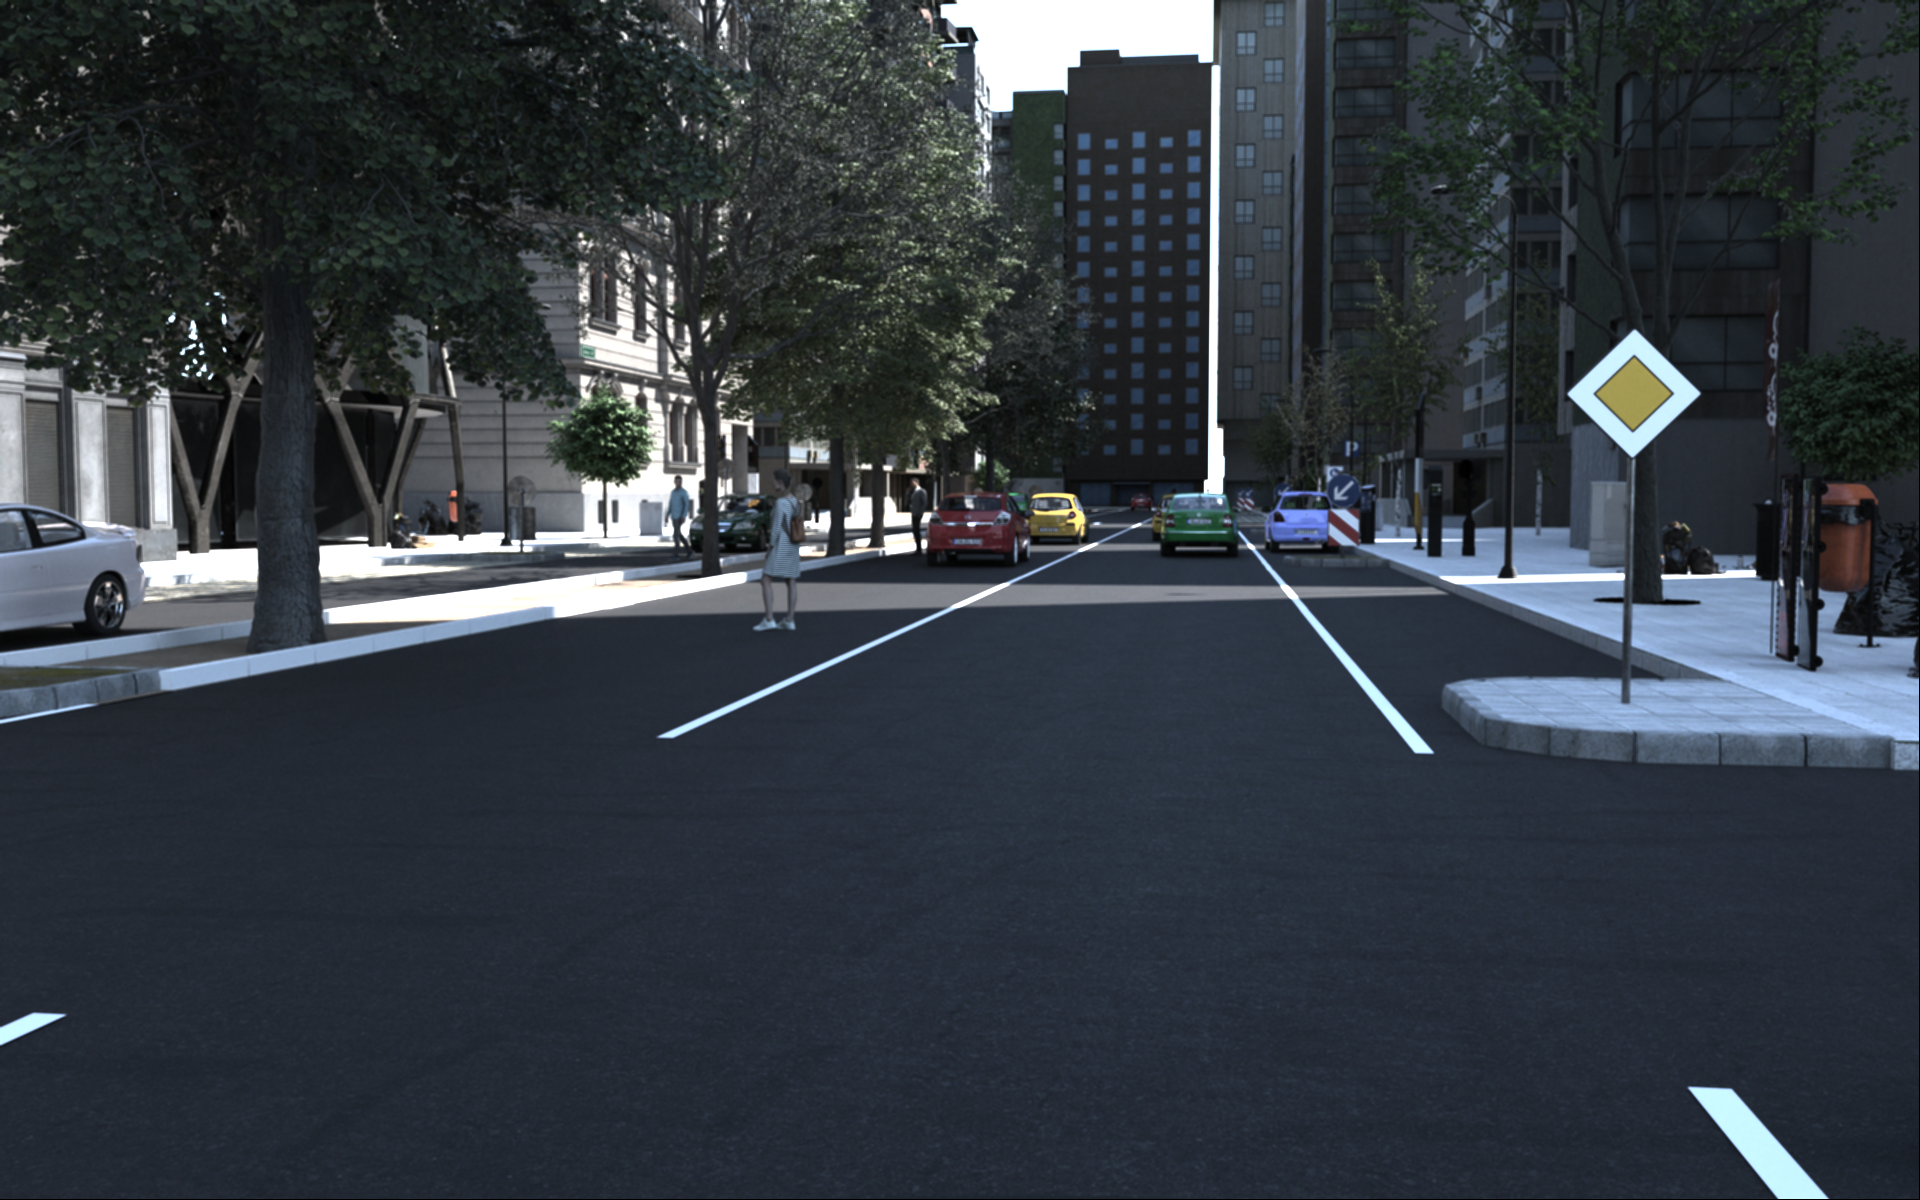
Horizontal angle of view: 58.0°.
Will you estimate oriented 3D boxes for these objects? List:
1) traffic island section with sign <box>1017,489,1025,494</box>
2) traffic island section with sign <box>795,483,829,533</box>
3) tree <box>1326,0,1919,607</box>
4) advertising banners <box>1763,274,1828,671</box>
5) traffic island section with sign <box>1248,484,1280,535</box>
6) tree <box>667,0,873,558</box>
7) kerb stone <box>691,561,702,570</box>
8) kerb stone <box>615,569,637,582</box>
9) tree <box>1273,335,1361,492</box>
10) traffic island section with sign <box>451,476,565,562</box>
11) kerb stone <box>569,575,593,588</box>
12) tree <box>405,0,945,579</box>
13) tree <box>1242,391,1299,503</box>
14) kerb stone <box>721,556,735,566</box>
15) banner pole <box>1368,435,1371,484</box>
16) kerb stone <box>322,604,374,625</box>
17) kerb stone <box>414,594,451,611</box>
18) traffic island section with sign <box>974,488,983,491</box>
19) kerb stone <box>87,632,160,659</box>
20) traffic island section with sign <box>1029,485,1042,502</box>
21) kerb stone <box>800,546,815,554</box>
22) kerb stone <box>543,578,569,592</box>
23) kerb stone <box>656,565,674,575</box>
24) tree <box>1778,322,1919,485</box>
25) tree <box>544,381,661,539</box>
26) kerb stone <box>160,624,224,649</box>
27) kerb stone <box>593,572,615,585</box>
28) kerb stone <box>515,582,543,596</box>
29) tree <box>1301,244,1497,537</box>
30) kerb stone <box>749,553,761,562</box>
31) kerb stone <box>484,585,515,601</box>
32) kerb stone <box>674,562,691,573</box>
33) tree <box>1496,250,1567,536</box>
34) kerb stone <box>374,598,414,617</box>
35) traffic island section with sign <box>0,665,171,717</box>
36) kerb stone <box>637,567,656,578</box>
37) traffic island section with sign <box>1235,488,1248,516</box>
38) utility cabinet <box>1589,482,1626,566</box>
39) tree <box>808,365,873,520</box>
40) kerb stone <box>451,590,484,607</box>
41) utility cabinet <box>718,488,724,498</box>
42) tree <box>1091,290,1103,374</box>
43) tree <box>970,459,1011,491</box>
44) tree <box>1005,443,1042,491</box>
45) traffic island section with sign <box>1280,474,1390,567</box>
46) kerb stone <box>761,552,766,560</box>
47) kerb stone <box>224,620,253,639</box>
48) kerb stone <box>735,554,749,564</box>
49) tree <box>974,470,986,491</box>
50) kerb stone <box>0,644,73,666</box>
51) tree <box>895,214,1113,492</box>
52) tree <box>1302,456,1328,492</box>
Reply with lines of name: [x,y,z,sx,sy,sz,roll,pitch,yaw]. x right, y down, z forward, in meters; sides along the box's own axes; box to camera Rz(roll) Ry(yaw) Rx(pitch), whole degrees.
traffic island section with sign: [5.002,-8.066,140.510,1.989,1.847,2.006,0,4,8]
traffic island section with sign: [-5.856,-3.394,64.123,1.989,1.847,2.006,0,4,8]
tree: [8.080,-5.775,20.177,9.928,11.665,9.643,0,3,0]
advertising banners: [6.407,-1.050,13.354,0.090,3.025,2.074,1,4,14]
traffic island section with sign: [11.425,-3.260,61.927,1.989,1.847,2.006,0,4,8]
tree: [-2.799,-7.221,38.655,7.486,12.596,7.792,0,3,0]
kerb stone: [-5.033,-0.636,32.655,0.120,0.150,1.000,0,4,8]
kerb stone: [-5.602,-0.391,28.591,0.120,0.150,1.000,0,4,8]
tree: [16.774,-7.994,81.059,4.360,8.622,3.978,0,3,0]
traffic island section with sign: [-9.667,-1.762,37.433,1.989,1.847,2.006,0,4,8]
kerb stone: [-5.904,-0.264,26.563,0.120,0.150,1.000,0,4,8]
tree: [-4.215,-7.099,28.899,12.009,13.543,11.850,0,3,0]
tree: [23.025,-10.776,126.550,4.737,8.622,4.395,0,3,0]
kerb stone: [-4.743,-0.759,34.680,0.120,0.150,1.000,0,4,8]
banner pole: [16.922,-4.991,71.621,0.401,3.779,0.863,1,4,20]
kerb stone: [-6.906,0.167,19.463,0.120,0.150,1.000,0,4,8]
kerb stone: [-6.621,0.043,21.490,0.120,0.150,1.000,0,4,8]
traffic island section with sign: [1.216,-6.434,113.821,1.989,1.847,2.006,0,4,8]
kerb stone: [-7.493,0.416,15.402,0.120,0.150,1.000,0,4,8]
traffic island section with sign: [3.674,-4.777,86.236,2.006,1.907,1.989,0,4,8]
kerb stone: [-3.732,-1.195,41.777,0.120,0.150,1.000,0,4,8]
kerb stone: [-6.041,-0.205,25.549,0.120,0.150,1.000,0,4,8]
kerb stone: [-5.316,-0.514,30.630,0.120,0.150,1.000,0,4,8]
tree: [17.215,-3.026,33.185,4.285,4.588,4.351,0,3,0]
tree: [-10.173,-4.053,49.973,4.285,4.588,4.351,0,3,0]
kerb stone: [-7.342,0.353,16.423,0.120,0.150,1.000,0,4,8]
kerb stone: [-5.756,-0.329,27.574,0.120,0.150,1.000,0,4,8]
kerb stone: [-6.192,-0.141,24.530,0.120,0.150,1.000,0,4,8]
tree: [13.176,-6.205,51.814,4.737,8.622,4.395,0,3,0]
kerb stone: [-4.456,-0.887,36.705,0.120,0.150,1.000,0,4,8]
kerb stone: [-6.332,-0.076,23.514,0.120,0.150,1.000,0,4,8]
kerb stone: [-5.175,-0.572,31.643,0.120,0.150,1.000,0,4,8]
tree: [18.119,-6.295,53.285,4.737,8.622,4.395,0,3,0]
kerb stone: [-6.766,0.107,20.478,0.120,0.150,1.000,0,4,8]
traffic island section with sign: [-6.912,-0.227,11.844,2.006,1.907,1.989,0,4,8]
kerb stone: [-5.465,-0.453,29.609,0.120,0.150,1.000,0,4,8]
traffic island section with sign: [18.458,-6.284,111.364,1.989,1.847,2.006,0,4,8]
utility cabinet: [11.617,-1.349,30.736,1.173,1.500,0.318,-3,5,-43]
tree: [-5.366,-8.247,85.196,4.360,8.622,3.978,0,3,0]
kerb stone: [-6.476,-0.017,22.502,0.120,0.150,1.000,0,4,8]
utility cabinet: [-8.373,-3.085,59.114,0.318,1.500,1.173,0,4,8]
tree: [-0.453,-8.749,55.869,12.009,13.543,11.850,0,3,0]
tree: [2.494,-9.913,145.792,4.285,4.588,4.351,0,3,0]
tree: [5.665,-12.926,161.704,4.360,8.622,3.978,0,3,0]
traffic island section with sign: [7.574,-1.612,34.977,1.989,1.847,2.006,0,4,8]
kerb stone: [-4.309,-0.949,37.717,0.120,0.150,1.000,0,4,8]
kerb stone: [-7.196,0.291,17.435,0.120,0.150,1.000,0,4,8]
kerb stone: [-4.594,-0.825,35.692,0.120,0.150,1.000,0,4,8]
tree: [1.938,-8.747,137.613,1.663,3.219,1.824,0,3,0]
kerb stone: [-7.630,0.478,14.382,0.120,0.150,1.000,0,4,8]
tree: [1.217,-9.182,69.583,9.611,12.733,9.660,0,3,0]
tree: [18.080,-5.763,88.834,1.663,3.219,1.824,0,3,0]
